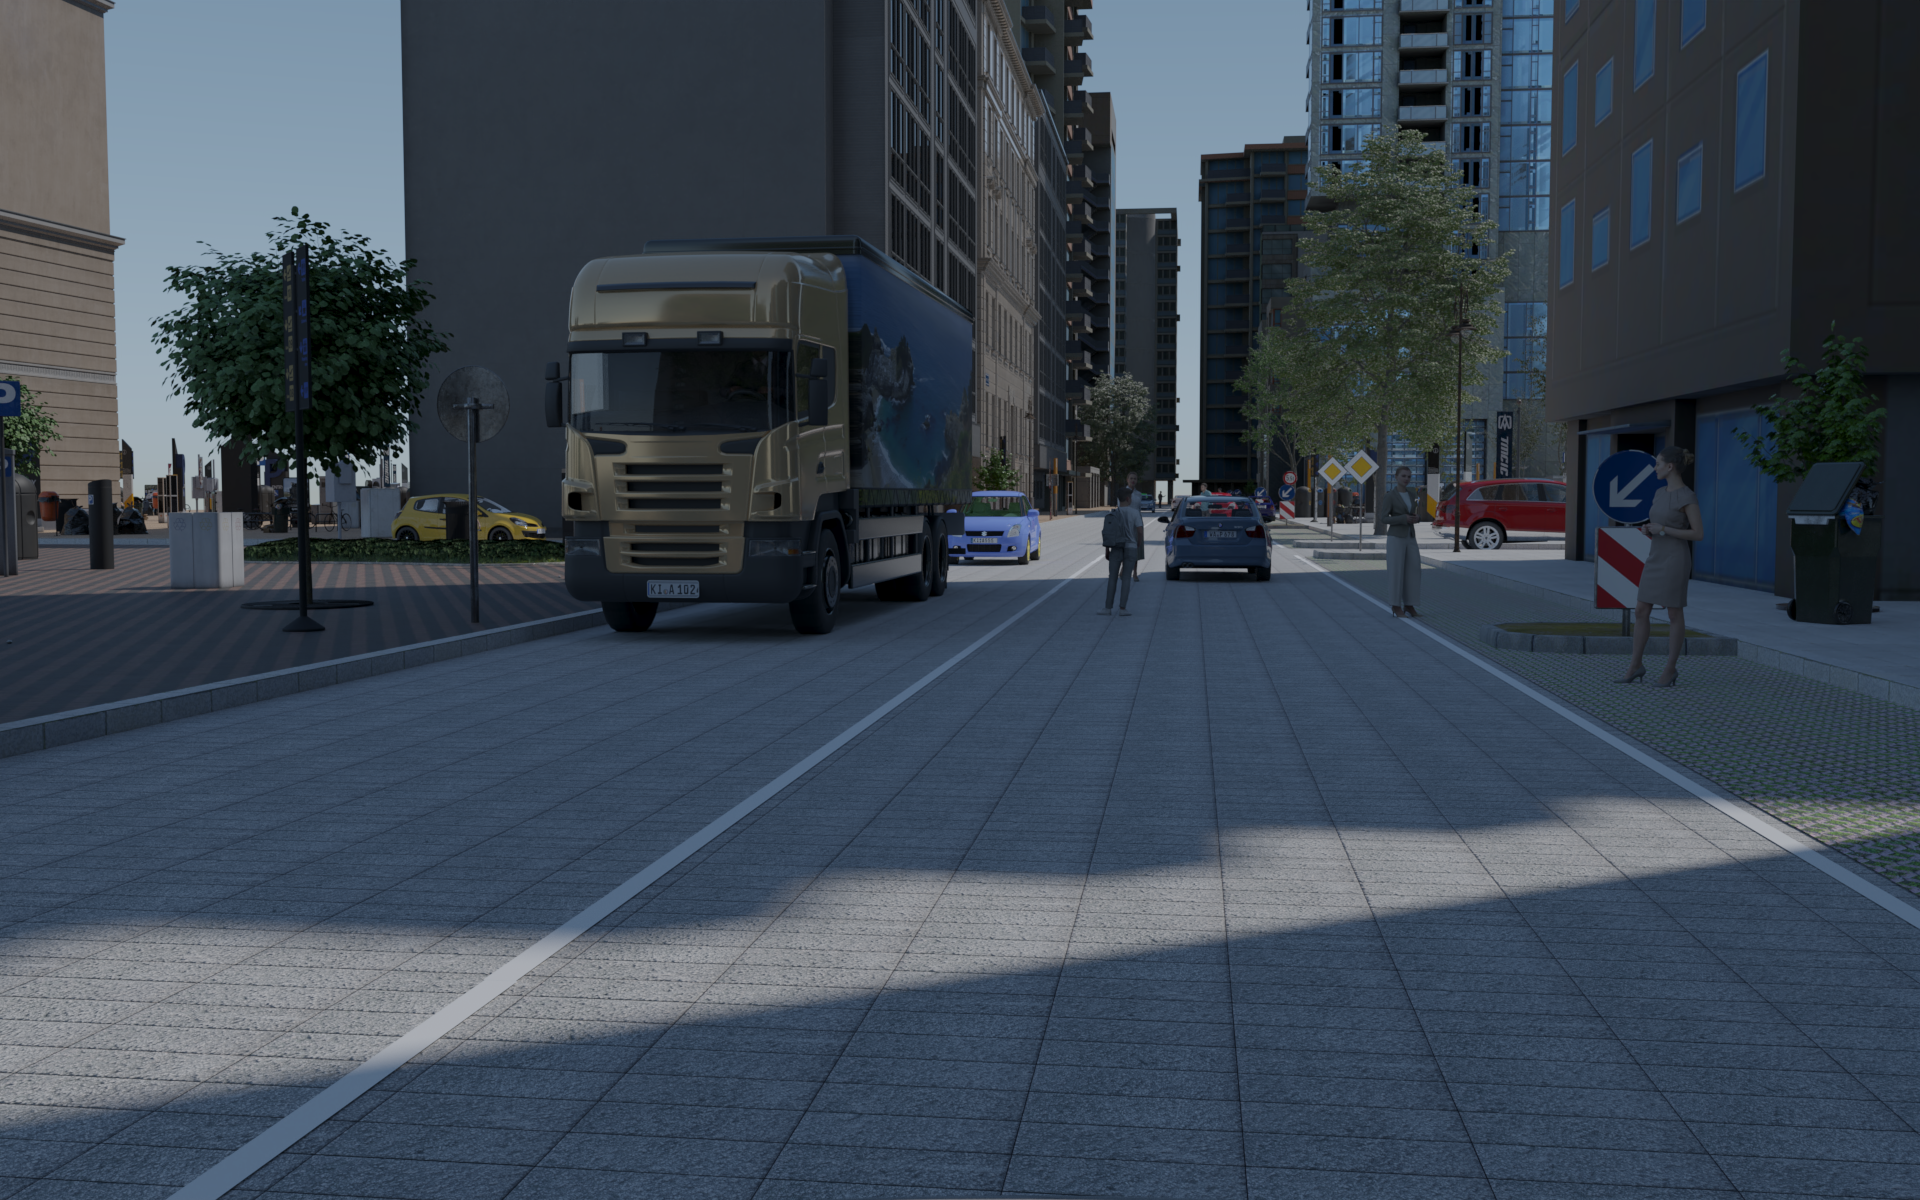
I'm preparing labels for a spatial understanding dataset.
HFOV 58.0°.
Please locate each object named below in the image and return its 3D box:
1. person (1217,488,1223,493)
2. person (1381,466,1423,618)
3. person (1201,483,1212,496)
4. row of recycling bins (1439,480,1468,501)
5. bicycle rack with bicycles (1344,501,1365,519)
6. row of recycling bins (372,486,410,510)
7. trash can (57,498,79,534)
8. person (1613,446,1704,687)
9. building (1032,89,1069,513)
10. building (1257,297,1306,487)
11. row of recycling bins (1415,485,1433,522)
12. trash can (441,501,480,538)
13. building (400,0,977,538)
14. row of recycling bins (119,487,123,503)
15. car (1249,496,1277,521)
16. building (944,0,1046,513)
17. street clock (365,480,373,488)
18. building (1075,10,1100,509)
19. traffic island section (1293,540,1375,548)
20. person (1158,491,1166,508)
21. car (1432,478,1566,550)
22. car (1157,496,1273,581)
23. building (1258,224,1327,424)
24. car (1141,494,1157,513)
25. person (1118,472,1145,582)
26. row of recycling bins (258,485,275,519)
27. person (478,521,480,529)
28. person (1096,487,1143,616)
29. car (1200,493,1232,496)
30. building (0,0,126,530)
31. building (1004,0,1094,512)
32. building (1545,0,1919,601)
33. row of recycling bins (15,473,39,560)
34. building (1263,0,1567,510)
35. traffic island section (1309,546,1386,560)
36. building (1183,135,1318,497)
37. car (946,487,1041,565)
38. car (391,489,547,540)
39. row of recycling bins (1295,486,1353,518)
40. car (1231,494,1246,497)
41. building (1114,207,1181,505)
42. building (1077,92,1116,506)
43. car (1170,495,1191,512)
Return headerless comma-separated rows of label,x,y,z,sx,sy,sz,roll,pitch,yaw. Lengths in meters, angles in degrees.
person,17.133,-6.486,114.458,0.656,1.842,0.836,-1,4,-14
person,5.133,-0.671,20.026,0.519,1.759,0.362,-2,4,-28
person,8.844,-3.260,61.826,0.620,1.820,0.660,-2,4,-35
row of recycling bins,15.794,-2.645,50.351,3.534,1.692,1.069,-1,4,-13
bicycle rack with bicycles,20.867,-4.621,88.934,2.925,0.926,2.852,-1,4,-17
row of recycling bins,-30.081,-5.207,92.244,3.534,1.692,1.069,2,4,26
trash can,-29.020,-2.728,56.257,0.748,1.137,0.748,0,3,0
person,5.168,-0.242,12.790,0.374,1.781,0.599,-1,4,-17
building,-1.073,-19.342,109.756,14.314,27.812,24.014,0,4,8
building,42.846,-19.548,164.650,27.650,21.520,28.899,0,4,8
row of recycling bins,21.749,-4.496,80.624,1.069,1.692,3.534,0,4,6
trash can,-10.045,-1.421,34.887,0.748,1.137,0.748,0,3,0
building,-7.661,-16.362,61.032,14.314,27.812,24.014,0,4,8
row of recycling bins,-39.478,-4.459,80.013,1.069,1.692,3.534,0,4,-8
car,15.903,-4.867,92.161,1.945,1.354,3.894,1,4,9
building,-3.039,-17.609,85.162,12.463,27.353,25.104,0,4,8
street clock,-30.250,-5.143,88.651,0.358,2.002,0.471,-3,5,-39
building,2.814,-44.321,162.892,20.563,71.187,20.611,0,4,8
traffic island section,10.048,-1.496,46.736,2.009,0.180,2.903,0,4,8
person,20.824,-10.372,178.610,0.750,1.759,0.617,-1,4,-17
car,14.180,-2.034,41.933,5.304,1.827,2.281,1,4,10
car,4.427,-1.100,29.991,2.014,1.417,4.499,0,4,6
building,39.230,-25.371,186.509,14.160,30.474,14.107,0,4,8
car,14.096,-7.394,132.887,2.014,1.417,4.499,0,4,6
person,2.791,-1.214,28.579,0.478,1.798,0.641,-1,4,-10
row of recycling bins,-33.152,-4.527,81.134,1.069,1.692,3.534,0,4,5
person,-12.393,-1.853,43.817,0.505,1.210,0.382,-1,4,-16
person,1.878,-0.571,20.424,0.503,1.515,0.523,-1,4,-19
car,10.415,-3.763,70.559,2.155,1.783,4.494,1,4,9
building,-42.367,-16.770,60.087,20.117,28.700,13.634,0,4,8
building,-0.900,-29.579,138.233,22.147,44.769,28.867,0,4,8
building,17.526,-22.945,25.263,14.600,45.320,14.200,0,4,8
row of recycling bins,-19.669,-1.689,34.725,3.534,1.692,1.069,3,4,37
building,35.774,-50.200,133.448,22.319,86.520,31.000,0,4,8
traffic island section,8.993,-1.012,38.821,2.009,0.180,2.903,0,4,8
building,42.296,-34.233,214.326,28.867,44.769,22.147,0,4,8
car,0.731,-1.634,36.309,1.945,1.707,3.694,0,4,8
car,-12.953,-2.177,45.822,3.980,1.641,2.015,1,4,9
row of recycling bins,19.749,-5.327,94.214,3.534,1.692,1.069,-2,4,-24
car,21.705,-7.688,135.489,2.009,1.686,4.222,0,4,8
building,16.192,-32.456,222.538,23.993,40.220,32.217,0,4,8
building,9.667,-33.059,190.625,14.200,45.320,14.600,0,4,8
car,18.407,-7.998,143.126,2.083,1.381,4.827,0,4,8
